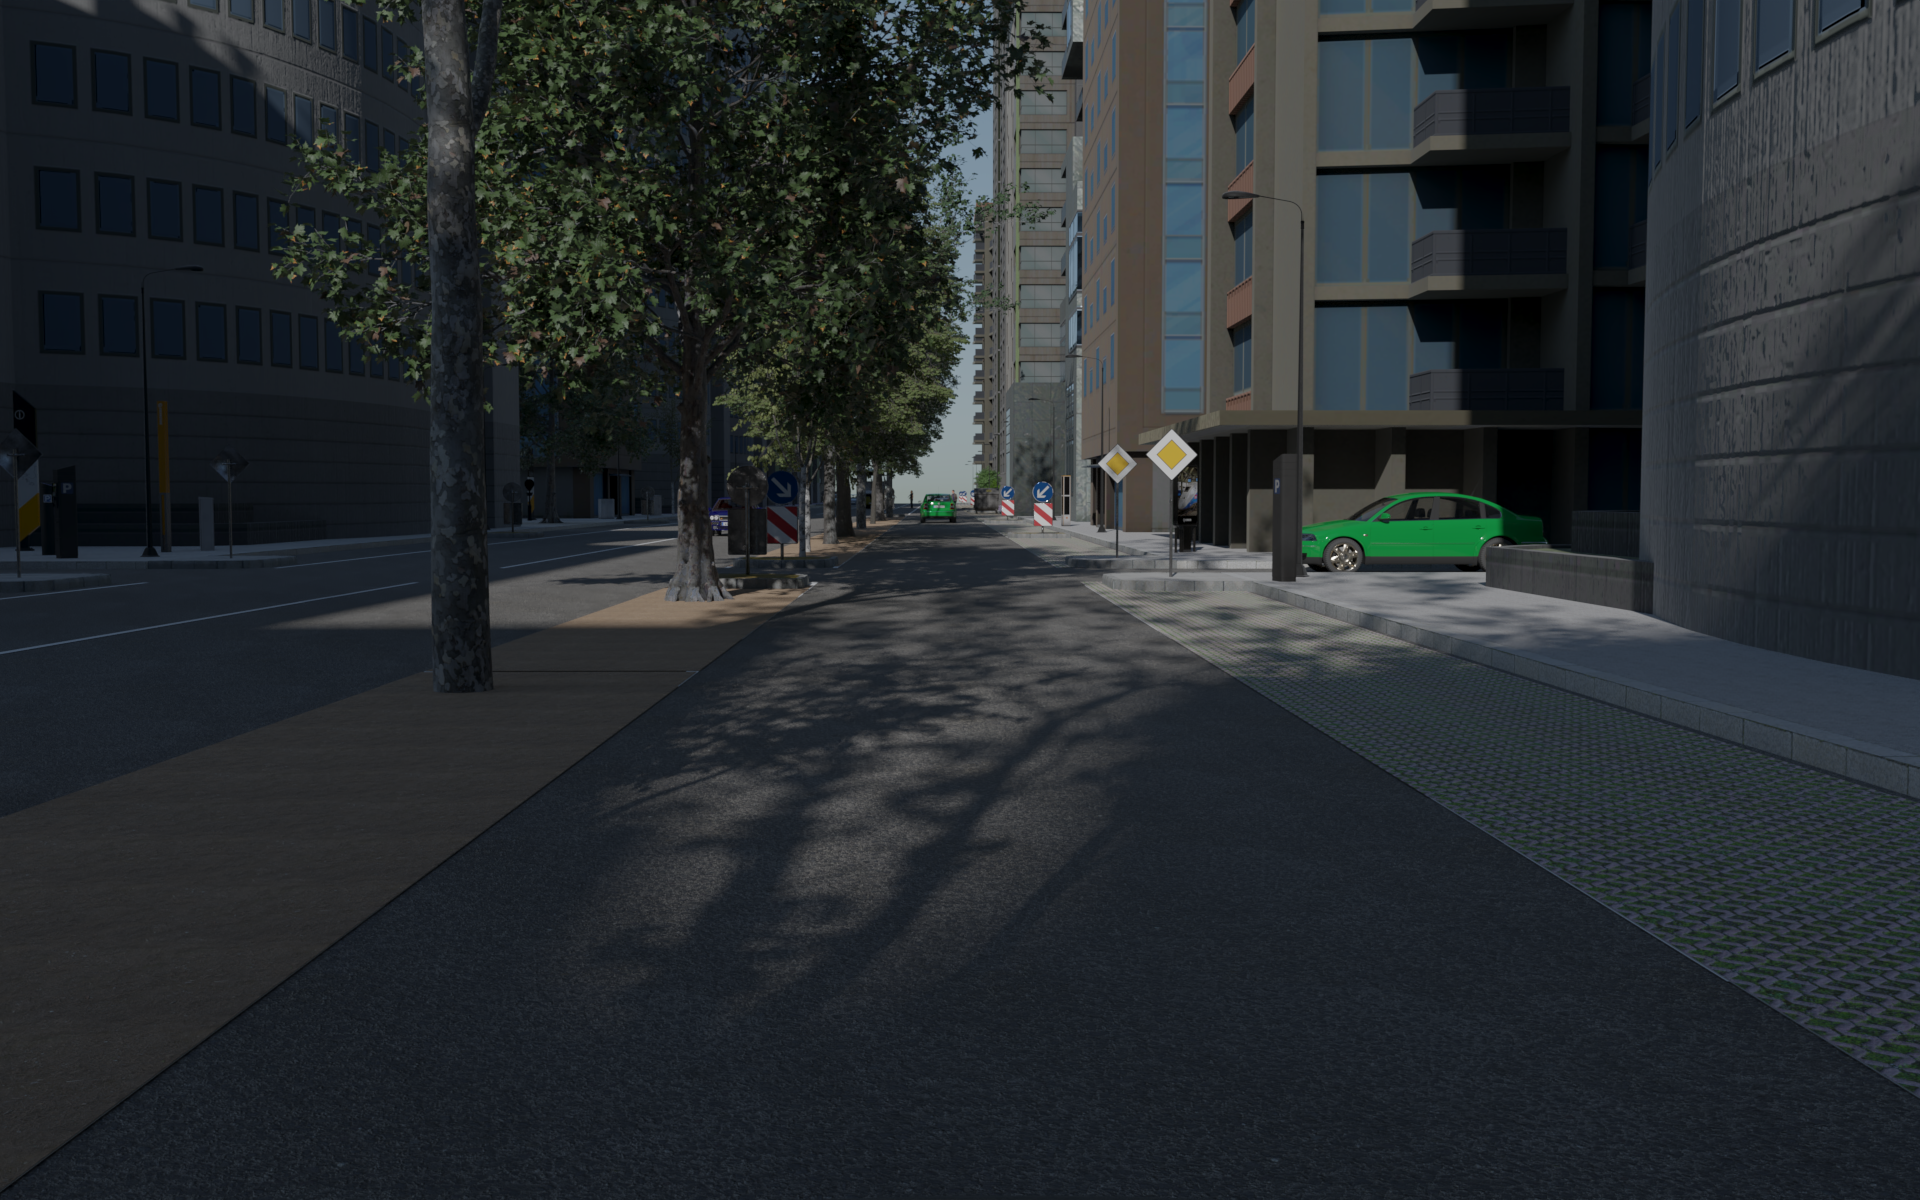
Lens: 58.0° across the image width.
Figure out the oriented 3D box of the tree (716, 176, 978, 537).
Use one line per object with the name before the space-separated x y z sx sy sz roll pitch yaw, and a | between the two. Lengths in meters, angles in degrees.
tree | -3.838 -9.066 57.339 9.857 13.997 8.962 0 3 0

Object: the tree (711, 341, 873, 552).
tree | -3.734 -5.465 42.176 4.360 8.622 3.978 0 3 0

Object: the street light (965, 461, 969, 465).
street light | 1.770 -16.543 243.015 1.470 5.913 1.316 0 4 -1

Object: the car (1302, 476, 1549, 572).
car | 8.077 -1.366 31.125 4.718 1.807 1.959 0 4 -1

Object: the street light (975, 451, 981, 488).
street light | 2.602 -13.053 185.960 1.470 5.913 1.316 0 4 -1

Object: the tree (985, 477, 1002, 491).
tree | 3.923 -12.199 194.047 1.663 3.219 1.824 0 3 0

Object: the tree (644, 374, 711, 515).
tree | -17.579 -9.593 107.212 4.360 8.622 3.978 0 3 0

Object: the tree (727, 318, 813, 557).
tree | -3.460 -5.182 37.540 4.737 8.622 4.395 0 3 0

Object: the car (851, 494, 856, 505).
car | -12.415 -11.573 201.218 2.014 1.417 4.499 0 4 -2

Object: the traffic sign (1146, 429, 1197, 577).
traffic sign | 3.257 -1.412 26.730 0.795 2.450 0.064 0 4 -1

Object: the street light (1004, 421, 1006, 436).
street light | 3.473 -8.397 109.835 1.470 5.913 1.316 0 4 -1

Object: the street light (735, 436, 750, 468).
street light | -17.260 -10.092 137.547 1.470 5.913 1.316 0 4 -1

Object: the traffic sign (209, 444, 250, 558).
traffic sign | -14.542 -1.887 34.499 0.795 2.450 0.064 0 4 -1

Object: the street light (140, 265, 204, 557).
street light | -16.037 -3.837 35.276 1.470 5.913 1.316 0 4 -1

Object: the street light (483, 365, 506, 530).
street light | -16.317 -5.434 61.386 1.470 5.913 1.316 0 4 -1

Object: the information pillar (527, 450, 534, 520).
information pillar | -20.956 -5.699 84.528 0.183 3.616 0.504 1 4 14

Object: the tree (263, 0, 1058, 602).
tree | -3.555 -6.322 22.836 9.611 12.733 9.660 0 3 0

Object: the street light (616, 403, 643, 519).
street light | -16.711 -7.031 87.493 1.470 5.913 1.316 0 4 -1

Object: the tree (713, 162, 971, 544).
tree | -3.593 -7.832 48.630 7.486 12.596 7.792 0 3 0

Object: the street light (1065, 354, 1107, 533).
street light | 4.191 -5.203 57.618 1.470 5.913 1.316 0 4 -1

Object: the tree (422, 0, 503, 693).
tree | -2.389 -9.345 11.142 12.611 20.169 13.585 0 3 0

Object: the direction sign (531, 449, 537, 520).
direction sign | -21.060 -5.707 85.309 0.379 3.537 0.876 -1 4 -9

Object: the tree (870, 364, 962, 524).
tree | -4.169 -8.864 81.796 8.767 10.594 7.601 0 4 -1

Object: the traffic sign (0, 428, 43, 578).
traffic sign | -14.436 -1.399 26.515 0.795 2.450 0.064 0 4 -1

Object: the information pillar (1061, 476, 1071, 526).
information pillar | 4.214 -3.943 68.967 0.304 2.012 0.304 -1 4 -14

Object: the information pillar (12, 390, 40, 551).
information pillar | -20.996 -2.910 38.939 0.504 3.616 0.183 0 4 -5

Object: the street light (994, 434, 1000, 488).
street light | 3.293 -9.859 133.743 1.470 5.913 1.316 0 4 -1

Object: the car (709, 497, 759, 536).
car | -7.815 -2.910 60.162 1.945 1.354 3.894 0 4 -2

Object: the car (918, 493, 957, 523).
car | -1.114 -4.780 86.942 1.959 1.807 4.718 0 4 -2

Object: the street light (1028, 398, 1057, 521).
street light | 3.992 -6.800 83.729 1.470 5.913 1.316 0 4 -1

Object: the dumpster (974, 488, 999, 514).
dumpster | 1.879 -7.058 123.621 1.865 1.857 1.264 0 4 -1

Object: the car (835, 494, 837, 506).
car | -13.205 -10.368 181.321 2.131 1.459 4.920 0 4 1

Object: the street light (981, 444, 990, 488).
street light | 2.921 -11.456 159.851 1.470 5.913 1.316 0 4 -1

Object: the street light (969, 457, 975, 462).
street light | 2.164 -14.946 216.907 1.470 5.913 1.316 0 4 -1

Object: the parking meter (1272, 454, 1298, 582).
parking meter | 4.769 -1.207 25.442 0.255 1.863 0.399 -1 4 -11

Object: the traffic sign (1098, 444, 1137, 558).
traffic sign | 3.151 -1.900 34.714 0.795 2.450 0.064 0 4 -1

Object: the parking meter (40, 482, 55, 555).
parking meter | -19.093 -1.710 36.370 0.372 1.533 0.369 0 3 0

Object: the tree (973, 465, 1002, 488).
tree | 3.151 -13.055 197.166 4.285 4.588 4.351 0 3 0

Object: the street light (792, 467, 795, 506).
street light | -18.122 -13.547 194.042 1.470 5.913 1.316 0 4 -1

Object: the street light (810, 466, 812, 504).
street light | -18.487 -15.164 220.469 1.470 5.913 1.316 0 4 -1

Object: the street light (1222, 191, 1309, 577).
street light | 4.709 -3.312 26.699 1.470 5.913 1.316 0 4 -1

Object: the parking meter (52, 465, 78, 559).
parking meter | -17.837 -1.761 34.506 0.255 1.863 0.399 3 5 44
